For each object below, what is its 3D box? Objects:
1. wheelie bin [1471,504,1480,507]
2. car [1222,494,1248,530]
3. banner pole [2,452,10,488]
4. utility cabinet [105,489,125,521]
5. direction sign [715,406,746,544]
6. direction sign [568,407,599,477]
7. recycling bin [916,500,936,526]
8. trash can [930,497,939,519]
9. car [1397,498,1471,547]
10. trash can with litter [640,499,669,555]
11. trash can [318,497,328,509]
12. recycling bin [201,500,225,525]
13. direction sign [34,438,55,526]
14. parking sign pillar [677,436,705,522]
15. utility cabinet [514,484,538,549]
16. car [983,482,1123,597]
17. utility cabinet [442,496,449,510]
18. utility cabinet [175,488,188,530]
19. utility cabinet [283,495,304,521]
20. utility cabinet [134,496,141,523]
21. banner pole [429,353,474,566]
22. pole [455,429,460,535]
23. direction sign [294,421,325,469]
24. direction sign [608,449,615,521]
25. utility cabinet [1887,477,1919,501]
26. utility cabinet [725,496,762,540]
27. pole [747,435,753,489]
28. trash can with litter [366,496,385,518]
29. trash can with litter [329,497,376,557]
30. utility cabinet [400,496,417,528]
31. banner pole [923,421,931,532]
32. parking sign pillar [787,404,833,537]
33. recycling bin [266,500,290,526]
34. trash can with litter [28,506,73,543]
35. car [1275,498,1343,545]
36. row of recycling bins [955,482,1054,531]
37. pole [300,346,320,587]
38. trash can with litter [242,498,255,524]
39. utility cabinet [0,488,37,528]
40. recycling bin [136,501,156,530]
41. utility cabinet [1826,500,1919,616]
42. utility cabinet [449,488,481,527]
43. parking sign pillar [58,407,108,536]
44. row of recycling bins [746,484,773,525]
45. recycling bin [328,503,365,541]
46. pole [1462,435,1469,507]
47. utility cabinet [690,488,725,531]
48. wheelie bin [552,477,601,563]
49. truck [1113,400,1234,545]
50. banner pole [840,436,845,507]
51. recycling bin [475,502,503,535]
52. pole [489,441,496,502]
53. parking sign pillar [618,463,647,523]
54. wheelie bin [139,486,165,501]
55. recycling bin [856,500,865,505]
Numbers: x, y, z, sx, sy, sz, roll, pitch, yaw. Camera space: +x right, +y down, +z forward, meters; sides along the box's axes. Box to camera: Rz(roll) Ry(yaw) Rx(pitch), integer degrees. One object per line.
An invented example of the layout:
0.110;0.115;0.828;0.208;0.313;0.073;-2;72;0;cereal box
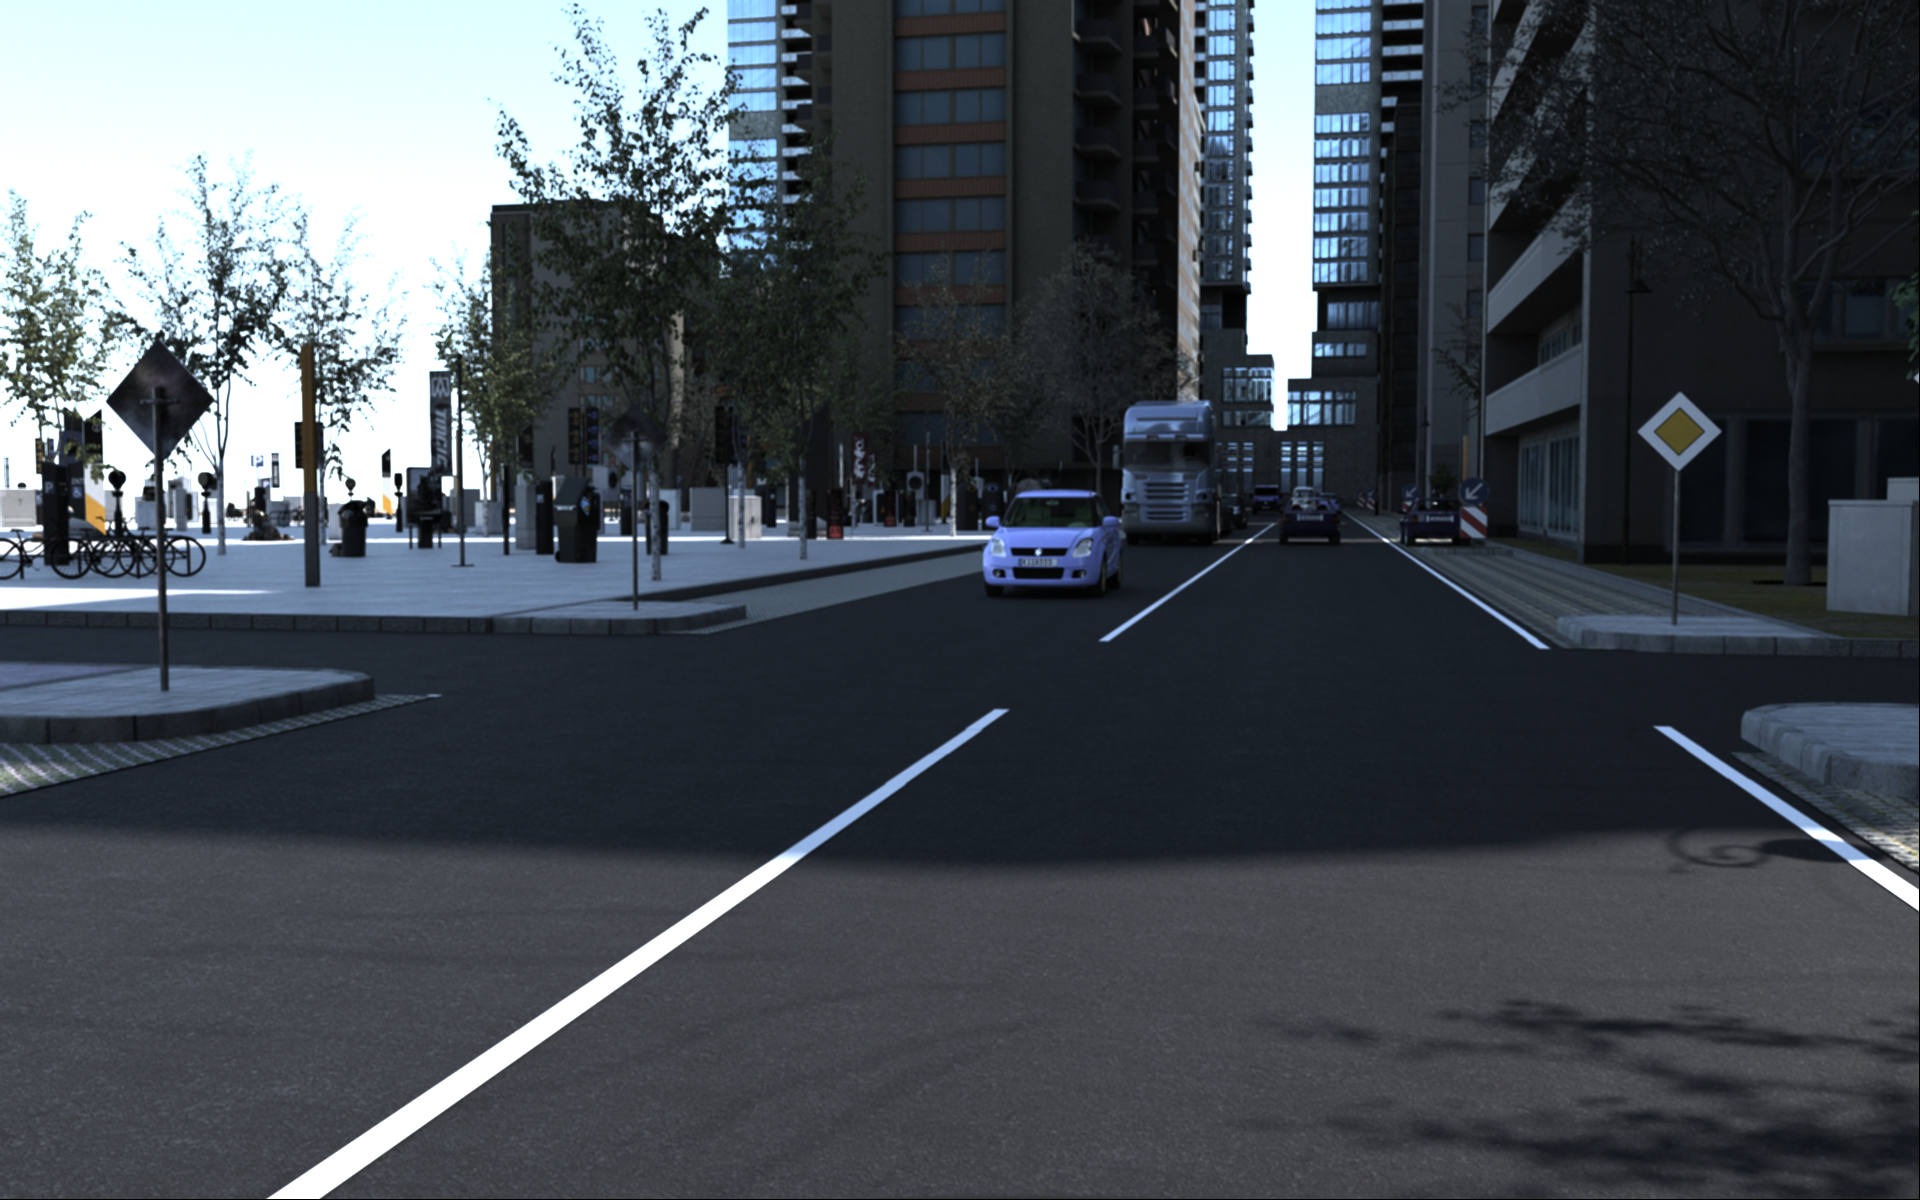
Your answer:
19.436;-3.458;64.450;0.980;1.594;0.693;3;5;40;wheelie bin
10.879;-3.767;71.372;2.009;1.686;4.222;1;4;14;car
-56.490;-6.884;102.576;0.863;3.779;0.401;2;4;31;banner pole
-40.154;-4.479;81.909;1.173;1.500;0.318;0;4;-2;utility cabinet
-6.020;-3.224;44.706;0.379;3.537;0.876;2;4;32;direction sign
-9.869;-3.270;45.465;0.876;3.537;0.379;1;4;18;direction sign
-1.383;-3.571;70.939;0.722;1.027;0.722;1;4;9;recycling bin
-1.400;-4.518;85.514;0.748;1.137;0.748;0;3;0;trash can
13.231;-2.186;48.321;1.945;1.354;3.894;1;4;11;car
-6.496;-1.553;36.785;0.624;1.170;1.055;-1;4;-12;trash can with litter
-37.614;-5.534;102.138;0.748;1.137;0.748;0;3;0;trash can
-31.250;-3.665;72.484;0.722;1.027;0.722;3;5;44;recycling bin
-36.836;-4.758;69.786;0.379;3.537;0.876;2;4;24;direction sign
-12.355;-5.570;79.545;1.447;3.967;1.447;-3;5;-43;parking sign pillar
-10.086;-1.946;40.501;0.318;1.500;1.173;0;4;4;utility cabinet
1.400;-0.961;25.310;1.945;1.707;3.694;1;4;11;car
-20.343;-3.439;67.394;1.020;1.237;0.306;1;4;14;utility cabinet
-27.309;-3.187;60.780;0.318;1.500;1.173;-1;4;-21;utility cabinet
-31.760;-4.370;82.609;1.020;1.237;0.306;1;4;19;utility cabinet
-35.693;-3.956;75.843;1.020;1.237;0.306;2;4;24;utility cabinet
-9.087;-2.496;30.829;0.863;3.779;0.401;1;4;18;banner pole
-15.774;-3.712;54.540;0.158;3.312;0.155;0;3;0;pole
-20.301;-3.799;54.109;0.876;3.537;0.379;-2;4;-29;direction sign
-16.410;-5.472;81.468;0.379;3.537;0.876;0;4;-1;direction sign
12.839;-0.886;23.168;0.318;1.500;1.173;0;4;2;utility cabinet
-6.087;-2.310;48.932;0.306;1.237;1.020;3;5;45;utility cabinet
-7.310;-4.067;60.333;0.158;3.312;0.155;0;3;0;pole
-31.441;-4.995;93.059;1.055;1.170;0.624;0;4;2;trash can with litter
-12.555;-1.467;35.372;1.055;1.170;0.624;3;5;41;trash can with litter
-21.020;-3.359;66.084;0.306;1.237;1.020;1;4;10;utility cabinet
-1.099;-4.228;59.140;0.401;3.779;0.863;0;4;-6;banner pole
-4.510;-3.902;52.263;1.447;3.967;1.447;1;4;13;parking sign pillar
-27.311;-3.467;69.241;0.722;1.027;0.722;1;4;23;recycling bin
-24.149;-2.114;45.948;1.055;1.170;0.624;-3;5;-41;trash can with litter
10.175;-2.319;50.500;1.945;1.354;3.894;1;4;10;car
1.564;-3.290;60.911;3.534;1.692;1.069;0;4;3;row of recycling bins
-8.976;-1.840;23.924;0.158;3.312;0.155;0;3;0;pole
-30.566;-3.872;74.696;1.055;1.170;0.624;2;4;31;trash can with litter
-35.706;-3.484;65.644;1.173;1.500;0.318;-3;4;-37;utility cabinet
-28.720;-2.990;61.446;0.722;1.027;0.722;0;4;-7;recycling bin
9.912;-0.462;18.708;0.306;1.237;1.020;-2;4;-25;utility cabinet
-19.284;-3.596;67.468;1.173;1.500;0.318;-3;5;-40;utility cabinet
-26.973;-3.956;53.159;1.447;3.967;1.447;1;4;13;parking sign pillar
-8.600;-4.125;74.549;1.069;1.692;3.534;-1;4;-14;row of recycling bins
-17.040;-2.176;48.135;0.722;1.027;0.722;2;4;27;recycling bin
17.466;-4.036;59.840;0.158;3.312;0.155;0;3;0;pole
-8.744;-3.139;59.994;1.173;1.500;0.318;-1;4;-18;utility cabinet
-7.189;-1.503;32.478;0.980;1.594;0.693;2;4;33;wheelie bin
7.252;-4.028;55.620;2.967;4.110;18.799;1;4;11;truck
-5.071;-5.177;74.668;0.401;3.779;0.863;-1;4;-19;banner pole
-14.925;-2.596;55.005;0.722;1.027;0.722;-3;4;-37;recycling bin
-18.075;-4.473;66.973;0.158;3.312;0.155;0;3;0;pole
-14.464;-5.405;76.844;1.447;3.967;1.447;2;4;29;parking sign pillar
-32.842;-3.828;70.490;0.980;1.594;0.693;-3;4;-36;wheelie bin
-4.841;-4.157;80.515;0.722;1.027;0.722;1;4;9;recycling bin
